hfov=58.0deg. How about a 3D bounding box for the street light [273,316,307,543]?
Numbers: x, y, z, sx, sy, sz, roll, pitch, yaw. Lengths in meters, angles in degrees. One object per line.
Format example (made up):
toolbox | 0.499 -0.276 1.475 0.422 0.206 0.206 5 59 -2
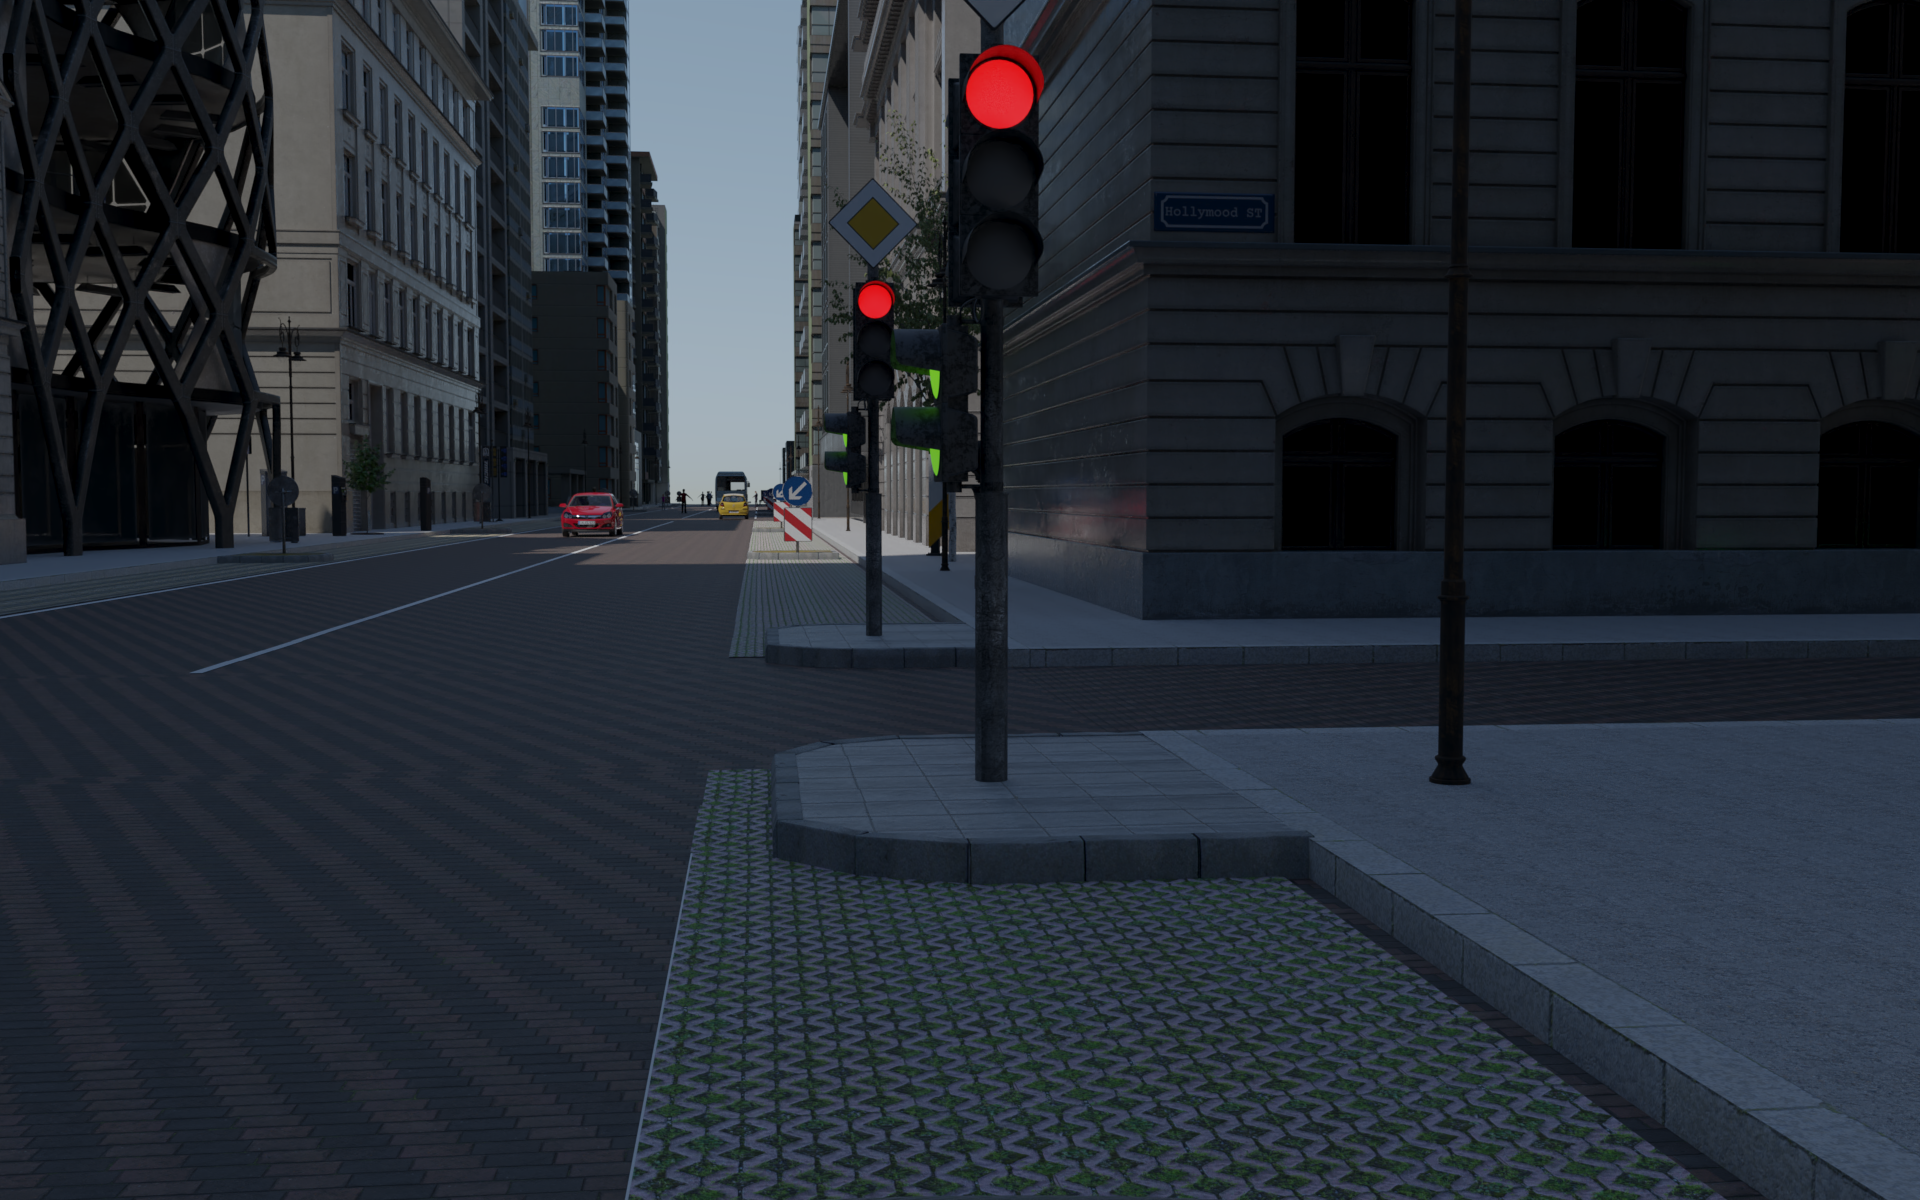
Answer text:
street light | -17.428 -4.427 45.170 0.468 5.910 1.993 0 4 -7

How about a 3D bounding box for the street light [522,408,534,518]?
street light | -22.784 -7.261 91.497 0.468 5.910 1.993 0 4 -7

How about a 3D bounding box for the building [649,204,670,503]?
building | -47.404 -33.863 237.252 14.154 41.232 14.086 0 4 -7

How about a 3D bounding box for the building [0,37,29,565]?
building | -21.030 -9.636 22.172 10.561 19.102 19.286 0 4 -7

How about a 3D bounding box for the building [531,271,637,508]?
building | -42.744 -18.516 147.769 27.650 21.520 28.899 0 4 -7

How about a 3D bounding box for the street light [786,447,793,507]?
street light | -16.214 -11.828 166.175 0.468 5.910 1.993 0 4 -7

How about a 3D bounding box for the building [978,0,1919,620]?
building | 18.082 -12.528 23.922 34.723 24.649 14.460 0 4 -7

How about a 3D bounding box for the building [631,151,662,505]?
building | -48.887 -34.282 215.134 22.147 44.769 28.867 0 4 -7

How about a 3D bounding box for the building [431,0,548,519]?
building | -34.611 -40.310 97.323 20.563 71.187 20.611 0 4 -7

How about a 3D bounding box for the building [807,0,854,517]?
building | -1.943 -25.575 101.743 14.154 41.232 14.086 0 4 -7

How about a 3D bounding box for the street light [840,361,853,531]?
street light | -3.867 -5.317 59.726 0.468 5.910 1.993 0 4 -7

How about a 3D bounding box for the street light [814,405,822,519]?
street light | -7.341 -7.170 90.015 0.468 5.910 1.993 0 4 -7

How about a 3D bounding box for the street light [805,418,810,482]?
street light | -9.180 -8.108 105.347 0.468 5.910 1.993 0 4 -7

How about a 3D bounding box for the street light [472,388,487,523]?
street light | -20.925 -6.283 75.511 0.468 5.910 1.993 0 4 -7

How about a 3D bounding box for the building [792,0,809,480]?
building | -2.755 -32.545 151.713 23.786 49.044 30.456 0 4 -7

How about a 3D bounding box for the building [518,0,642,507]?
building | -45.234 -53.291 183.971 22.319 86.520 31.000 0 4 -7

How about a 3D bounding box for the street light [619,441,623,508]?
street light | -29.822 -10.980 152.309 0.468 5.910 1.993 0 4 -7

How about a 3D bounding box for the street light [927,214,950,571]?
street light | -0.253 -3.426 28.808 0.468 5.910 1.993 0 4 -7

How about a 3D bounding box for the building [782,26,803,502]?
building | -12.822 -56.304 233.234 22.319 86.520 31.000 0 4 -7

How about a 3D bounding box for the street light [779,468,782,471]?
street light | -22.153 -15.002 218.065 0.468 5.910 1.993 0 4 -7

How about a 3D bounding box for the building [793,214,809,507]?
building | -10.395 -25.059 181.414 14.160 30.474 14.107 0 4 -7

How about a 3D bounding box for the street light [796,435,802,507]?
street light | -12.622 -9.960 135.639 0.468 5.910 1.993 0 4 -7

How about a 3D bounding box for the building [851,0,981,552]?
building | 4.169 -12.715 49.688 13.314 21.916 24.055 0 4 -7

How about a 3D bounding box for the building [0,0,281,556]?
building | -25.440 -10.590 40.604 16.820 18.784 16.811 0 4 -7

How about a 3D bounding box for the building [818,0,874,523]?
building | 1.400 -15.743 76.470 14.314 24.678 30.058 0 4 -7

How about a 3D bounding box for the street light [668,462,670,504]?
street light | -39.251 -15.966 233.838 0.468 5.910 1.993 0 4 -7

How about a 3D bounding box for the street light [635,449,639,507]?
street light | -32.259 -12.257 173.186 0.468 5.910 1.993 0 4 -7

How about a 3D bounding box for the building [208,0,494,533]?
building | -29.046 -14.441 69.398 16.112 22.955 30.059 0 4 -7

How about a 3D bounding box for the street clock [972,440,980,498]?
street clock | 0.328 -1.148 23.345 0.471 2.002 0.358 -3 5 -42

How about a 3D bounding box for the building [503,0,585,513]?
building | -43.083 -26.191 120.102 32.217 40.220 23.993 0 4 -7

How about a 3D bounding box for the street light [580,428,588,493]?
street light | -26.405 -9.127 122.013 0.468 5.910 1.993 0 4 -7

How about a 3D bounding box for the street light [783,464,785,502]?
street light | -18.602 -13.089 186.790 0.468 5.910 1.993 0 4 -7

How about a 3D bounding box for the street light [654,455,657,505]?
street light | -35.740 -14.114 203.553 0.468 5.910 1.993 0 4 -7
